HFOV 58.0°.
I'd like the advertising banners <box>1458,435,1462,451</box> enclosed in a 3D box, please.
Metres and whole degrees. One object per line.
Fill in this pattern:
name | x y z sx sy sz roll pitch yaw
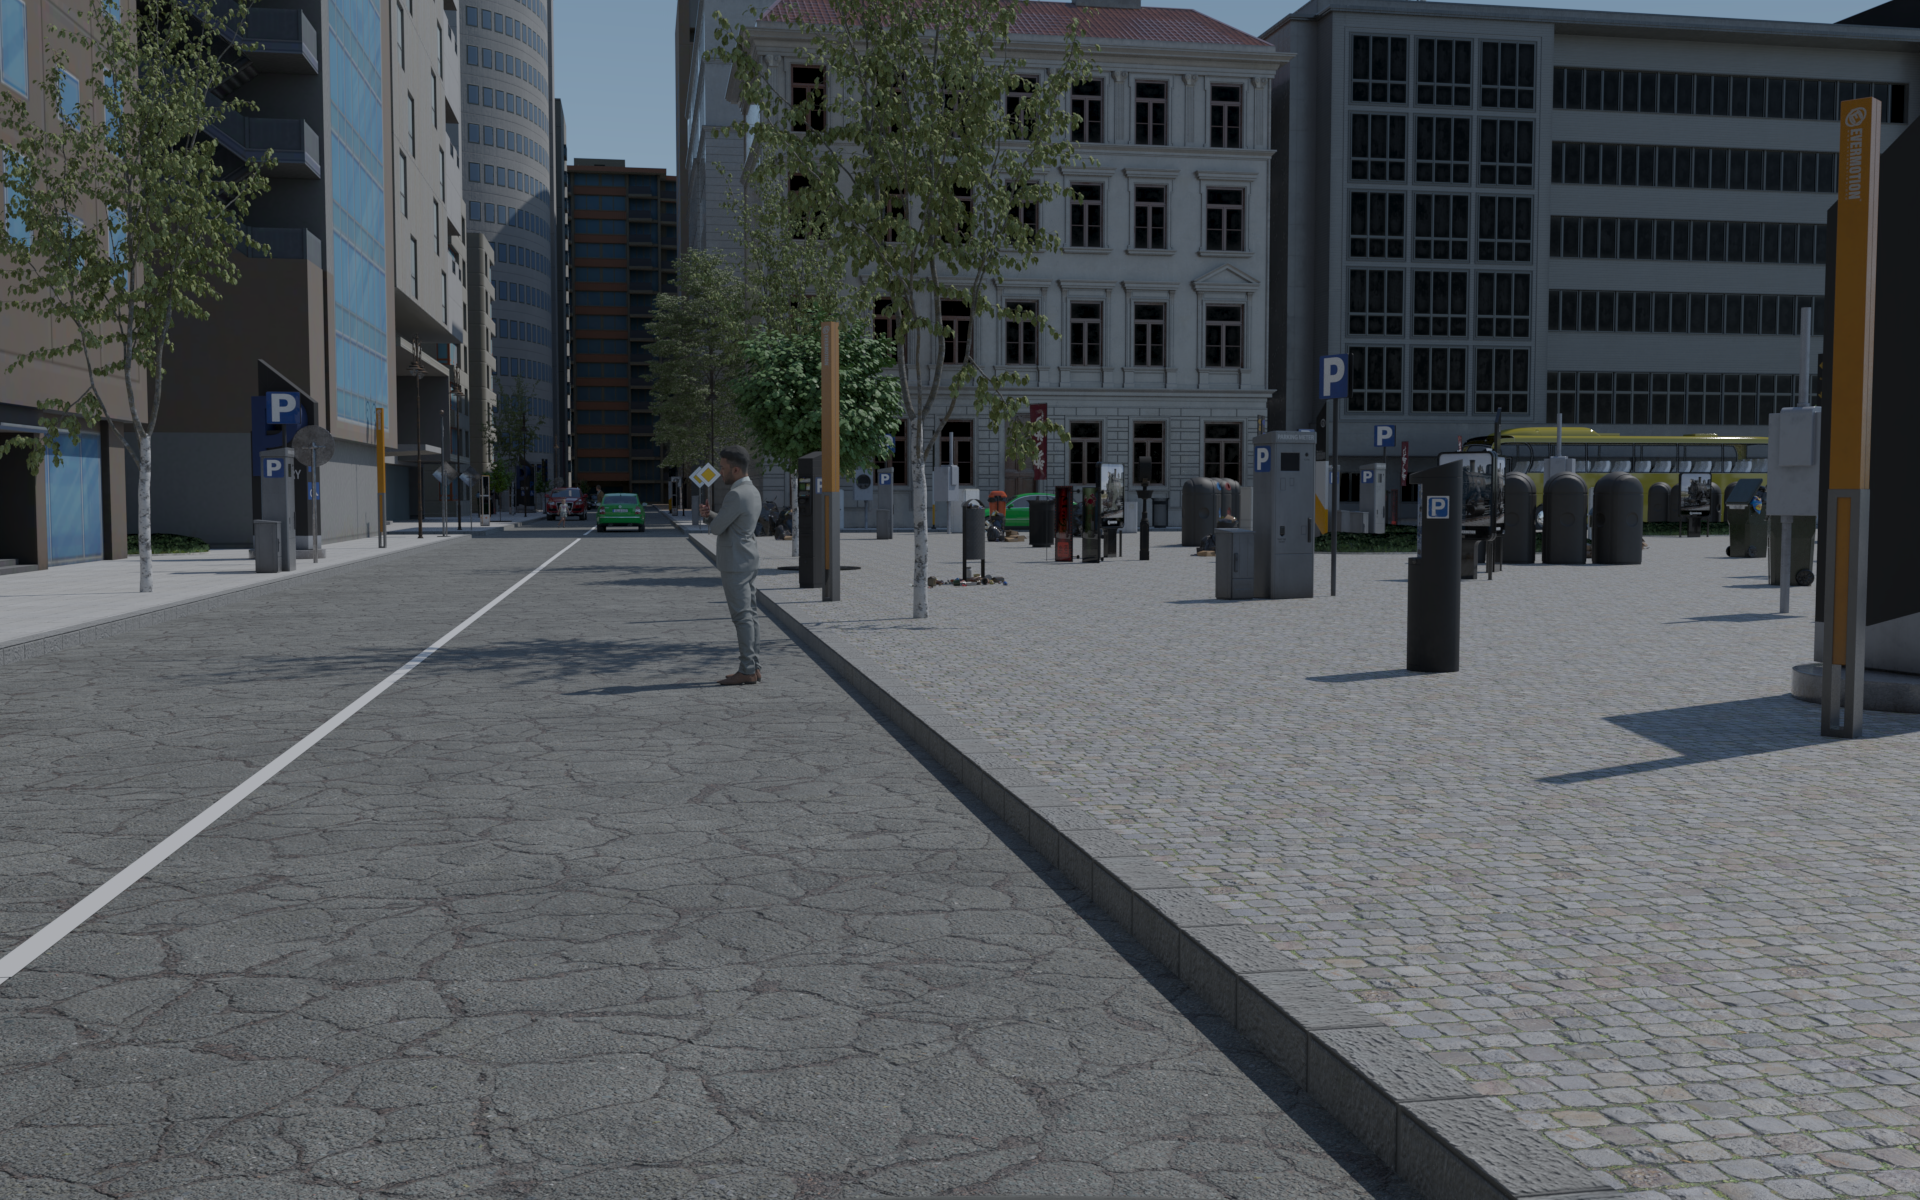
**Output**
advertising banners | 15.269 -3.440 52.435 0.090 3.025 2.074 2 4 28

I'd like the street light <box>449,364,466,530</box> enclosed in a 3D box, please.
street light | -17.823 -5.427 61.515 0.468 5.910 1.993 -1 4 -10

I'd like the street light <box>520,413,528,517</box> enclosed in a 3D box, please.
street light | -24.313 -7.581 96.742 0.468 5.910 1.993 -1 4 -10

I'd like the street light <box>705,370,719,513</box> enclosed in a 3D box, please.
street light | -9.196 -5.602 64.385 0.468 5.910 1.993 -1 4 -10

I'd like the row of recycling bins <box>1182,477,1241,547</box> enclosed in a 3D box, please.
row of recycling bins | 6.318 -2.237 43.693 1.069 1.692 3.534 1 4 22

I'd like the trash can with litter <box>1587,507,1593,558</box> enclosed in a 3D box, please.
trash can with litter | 12.866 -1.432 34.808 1.055 1.170 0.624 -3 5 -40

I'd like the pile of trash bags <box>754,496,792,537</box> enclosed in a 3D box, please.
pile of trash bags | -5.395 -2.658 53.211 3.447 1.369 1.912 -2 4 -31

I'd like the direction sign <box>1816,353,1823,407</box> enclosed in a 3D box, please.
direction sign | 14.056 -2.180 27.642 0.379 3.537 0.876 -2 4 -30

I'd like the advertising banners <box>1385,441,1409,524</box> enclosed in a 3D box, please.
advertising banners | 14.558 -3.783 58.040 0.090 3.025 2.074 -1 4 -10

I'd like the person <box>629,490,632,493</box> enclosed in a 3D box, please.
person | -29.305 -8.906 154.249 0.705 1.807 1.348 -1 4 -9

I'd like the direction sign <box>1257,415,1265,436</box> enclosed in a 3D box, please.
direction sign | 8.644 -3.536 49.809 0.379 3.537 0.876 1 4 22

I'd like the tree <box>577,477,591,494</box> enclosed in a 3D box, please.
tree | -43.609 -12.629 201.091 1.663 3.219 1.824 0 3 0

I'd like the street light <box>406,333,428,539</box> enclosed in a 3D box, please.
street light | -15.593 -4.715 49.879 0.468 5.910 1.993 -1 4 -10

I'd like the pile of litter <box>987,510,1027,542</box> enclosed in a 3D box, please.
pile of litter | 1.273 -2.015 46.912 1.176 0.858 1.719 2 4 24

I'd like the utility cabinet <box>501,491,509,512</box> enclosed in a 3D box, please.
utility cabinet | -32.251 -7.034 123.685 0.318 1.500 1.173 1 4 21

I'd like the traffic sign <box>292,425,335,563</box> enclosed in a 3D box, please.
traffic sign | -11.992 -1.960 32.151 0.768 2.556 0.104 -1 4 -9

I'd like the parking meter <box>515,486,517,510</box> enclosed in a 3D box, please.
parking meter | -32.886 -7.460 127.677 0.255 1.863 0.399 0 4 6

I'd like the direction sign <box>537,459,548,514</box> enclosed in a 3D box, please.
direction sign | -26.634 -7.288 111.157 0.379 3.537 0.876 1 4 9

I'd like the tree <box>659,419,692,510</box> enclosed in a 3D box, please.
tree | -22.579 -11.659 140.982 4.360 8.622 3.978 0 3 0

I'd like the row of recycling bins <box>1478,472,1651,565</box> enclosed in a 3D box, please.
row of recycling bins | 10.740 -1.523 32.019 3.534 1.692 1.069 1 4 14

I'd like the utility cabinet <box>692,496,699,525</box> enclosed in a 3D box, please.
utility cabinet | -10.975 -3.707 71.771 0.306 1.237 1.020 -1 4 -9

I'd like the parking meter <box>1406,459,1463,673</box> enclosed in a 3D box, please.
parking meter | 3.443 -0.254 12.567 0.372 1.533 0.369 0 3 0

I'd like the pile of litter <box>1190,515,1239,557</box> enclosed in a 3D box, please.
pile of litter | 5.631 -1.339 35.854 1.719 0.858 1.176 0 4 8

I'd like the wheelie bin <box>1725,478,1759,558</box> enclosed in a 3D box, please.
wheelie bin | 15.977 -1.662 35.089 0.693 1.594 0.980 -1 4 -18

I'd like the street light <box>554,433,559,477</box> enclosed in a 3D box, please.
street light | -30.722 -9.725 131.786 0.468 5.910 1.993 -1 4 -10

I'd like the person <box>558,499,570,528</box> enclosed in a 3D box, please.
person | -16.848 -3.678 73.644 0.505 1.210 0.382 -3 4 -38

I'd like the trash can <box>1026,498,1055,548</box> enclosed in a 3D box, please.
trash can | 1.963 -1.836 41.672 0.748 1.137 0.748 0 3 0

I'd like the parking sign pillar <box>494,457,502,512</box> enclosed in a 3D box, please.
parking sign pillar | -34.070 -8.421 126.162 1.447 3.967 1.447 -3 5 -42

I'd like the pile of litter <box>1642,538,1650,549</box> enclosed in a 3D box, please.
pile of litter | 15.441 -1.604 40.190 1.719 0.858 1.176 -2 4 -29

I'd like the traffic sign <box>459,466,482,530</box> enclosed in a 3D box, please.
traffic sign | -17.263 -3.517 61.147 0.795 2.450 0.064 -1 4 -10

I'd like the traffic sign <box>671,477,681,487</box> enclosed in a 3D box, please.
traffic sign | -16.850 -6.164 102.915 0.606 2.300 0.079 0 4 -2

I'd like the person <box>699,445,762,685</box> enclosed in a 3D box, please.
person | -1.740 -0.274 13.157 0.466 1.800 0.511 0 4 -6

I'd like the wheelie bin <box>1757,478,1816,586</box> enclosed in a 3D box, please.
wheelie bin | 11.686 -1.007 24.376 0.693 1.594 0.980 1 4 20

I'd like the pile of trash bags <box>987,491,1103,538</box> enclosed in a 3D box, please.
pile of trash bags | 2.523 -2.552 51.476 3.447 1.369 1.912 0 3 0

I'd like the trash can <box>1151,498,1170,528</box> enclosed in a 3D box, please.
trash can | 7.549 -3.282 65.315 0.748 1.137 0.748 0 3 0

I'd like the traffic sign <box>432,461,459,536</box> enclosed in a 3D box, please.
traffic sign | -15.809 -3.037 53.295 0.795 2.450 0.064 -1 4 -10

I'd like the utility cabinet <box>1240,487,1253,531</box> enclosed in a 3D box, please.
utility cabinet | 8.880 -2.784 54.201 0.318 1.500 1.173 -2 4 -26

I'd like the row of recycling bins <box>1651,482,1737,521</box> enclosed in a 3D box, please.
row of recycling bins | 24.972 -3.153 58.667 1.069 1.692 3.534 -3 5 -39

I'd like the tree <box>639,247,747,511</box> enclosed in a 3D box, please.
tree | -11.419 -9.913 80.210 7.486 12.596 7.792 0 3 0

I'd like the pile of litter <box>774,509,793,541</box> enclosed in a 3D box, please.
pile of litter | -4.486 -2.112 48.497 1.719 0.858 1.176 -3 4 -37

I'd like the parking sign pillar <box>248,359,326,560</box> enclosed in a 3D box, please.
parking sign pillar | -13.406 -2.810 34.413 1.447 3.967 1.447 1 4 16

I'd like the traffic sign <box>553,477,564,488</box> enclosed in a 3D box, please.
traffic sign | -30.115 -7.942 129.960 0.768 2.556 0.104 -1 4 -8

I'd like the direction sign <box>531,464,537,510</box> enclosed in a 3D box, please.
direction sign | -31.818 -8.435 129.909 0.876 3.537 0.379 -1 4 -22

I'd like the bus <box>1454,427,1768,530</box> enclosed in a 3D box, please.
bus | 24.416 -4.480 64.795 12.252 3.916 2.896 -1 4 -9

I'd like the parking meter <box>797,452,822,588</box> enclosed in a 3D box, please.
parking meter | -2.010 -1.097 23.653 0.255 1.863 0.399 2 4 33

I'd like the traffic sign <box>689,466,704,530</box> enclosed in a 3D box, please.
traffic sign | -9.399 -3.605 62.578 0.795 2.450 0.064 -1 4 -10

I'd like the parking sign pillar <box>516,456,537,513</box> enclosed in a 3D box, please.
parking sign pillar | -29.440 -7.877 117.264 1.447 3.967 1.447 2 4 34

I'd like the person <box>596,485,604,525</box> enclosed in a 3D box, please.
person | -16.507 -4.350 79.528 0.656 1.842 0.836 2 4 29

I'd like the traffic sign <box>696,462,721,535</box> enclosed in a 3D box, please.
traffic sign | -7.944 -3.124 54.726 0.795 2.450 0.064 -1 4 -10

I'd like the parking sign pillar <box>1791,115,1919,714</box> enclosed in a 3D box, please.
parking sign pillar | 5.946 -1.354 10.602 1.447 3.967 1.447 -1 4 -19

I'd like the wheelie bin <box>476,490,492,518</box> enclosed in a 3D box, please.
wheelie bin | -25.852 -5.265 93.985 0.693 1.594 0.980 0 4 3

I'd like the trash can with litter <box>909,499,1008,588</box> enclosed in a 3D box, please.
trash can with litter | -0.101 -0.828 24.591 1.678 1.210 2.233 2 4 32

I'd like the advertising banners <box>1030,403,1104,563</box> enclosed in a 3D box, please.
advertising banners | 1.989 -2.237 32.755 0.090 3.025 2.074 -3 4 -38

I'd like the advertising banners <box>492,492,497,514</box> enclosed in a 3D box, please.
advertising banners | -29.477 -6.941 109.674 0.090 3.025 2.074 -2 4 -25

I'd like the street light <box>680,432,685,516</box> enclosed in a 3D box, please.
street light | -16.052 -7.805 100.404 0.468 5.910 1.993 -1 4 -10
